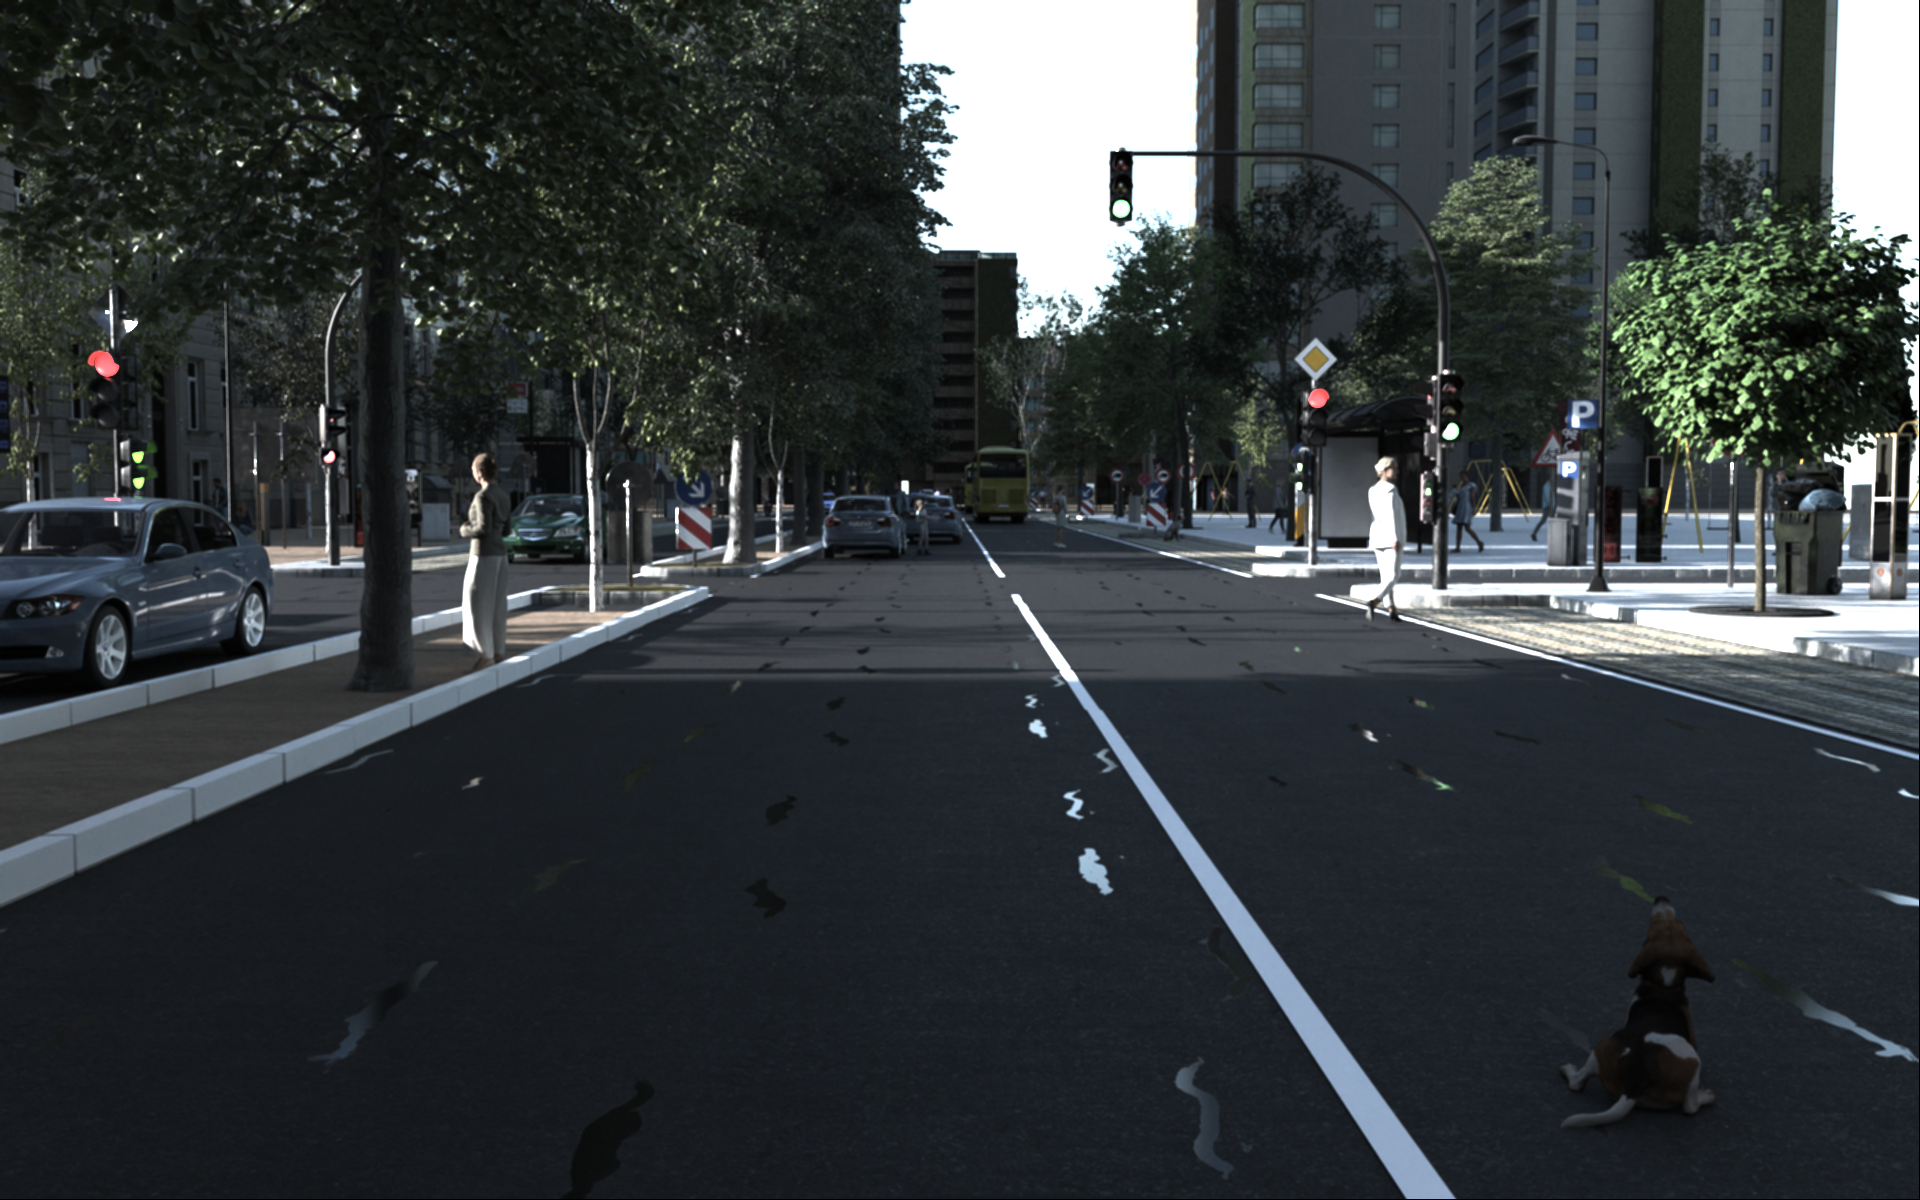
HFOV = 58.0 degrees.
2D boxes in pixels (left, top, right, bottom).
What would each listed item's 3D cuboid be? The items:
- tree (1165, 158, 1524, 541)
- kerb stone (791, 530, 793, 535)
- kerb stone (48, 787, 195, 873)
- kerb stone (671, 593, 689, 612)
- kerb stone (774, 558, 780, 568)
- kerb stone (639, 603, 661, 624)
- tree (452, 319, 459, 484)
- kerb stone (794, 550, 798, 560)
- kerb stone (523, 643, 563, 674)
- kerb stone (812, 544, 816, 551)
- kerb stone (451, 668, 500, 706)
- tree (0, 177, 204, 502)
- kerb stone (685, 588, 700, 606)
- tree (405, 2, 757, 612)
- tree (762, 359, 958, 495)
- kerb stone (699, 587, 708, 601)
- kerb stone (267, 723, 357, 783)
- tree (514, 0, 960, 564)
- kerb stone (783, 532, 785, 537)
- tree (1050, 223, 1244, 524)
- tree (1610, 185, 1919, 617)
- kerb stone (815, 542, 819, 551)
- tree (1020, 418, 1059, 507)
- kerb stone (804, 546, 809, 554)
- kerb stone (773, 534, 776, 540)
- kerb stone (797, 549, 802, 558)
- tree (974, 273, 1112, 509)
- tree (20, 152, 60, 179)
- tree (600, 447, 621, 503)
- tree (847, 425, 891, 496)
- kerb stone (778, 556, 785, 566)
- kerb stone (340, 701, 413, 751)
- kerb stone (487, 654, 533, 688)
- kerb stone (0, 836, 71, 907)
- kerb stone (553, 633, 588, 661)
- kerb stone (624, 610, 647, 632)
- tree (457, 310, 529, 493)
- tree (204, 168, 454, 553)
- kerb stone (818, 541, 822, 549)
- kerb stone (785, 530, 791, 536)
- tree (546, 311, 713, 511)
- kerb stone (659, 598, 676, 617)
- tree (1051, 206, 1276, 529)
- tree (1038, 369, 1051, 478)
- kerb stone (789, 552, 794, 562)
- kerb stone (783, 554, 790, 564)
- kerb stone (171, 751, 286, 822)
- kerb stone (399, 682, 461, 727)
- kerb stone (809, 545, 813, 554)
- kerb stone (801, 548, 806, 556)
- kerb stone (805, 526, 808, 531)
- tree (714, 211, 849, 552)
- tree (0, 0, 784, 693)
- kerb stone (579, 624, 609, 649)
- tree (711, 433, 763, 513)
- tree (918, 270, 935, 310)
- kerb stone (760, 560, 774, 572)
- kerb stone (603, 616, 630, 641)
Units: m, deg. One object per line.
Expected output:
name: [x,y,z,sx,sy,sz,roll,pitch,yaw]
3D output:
tree: [9.347,-6.907,47.346,7.601,10.594,8.767,-3,5,-40]
kerb stone: [-5.931,-2.302,59.897,0.120,0.150,1.000,0,4,0]
kerb stone: [-3.398,0.927,7.033,0.120,0.150,1.000,0,4,0]
kerb stone: [-3.520,0.048,21.410,0.120,0.150,1.000,0,4,0]
kerb stone: [-3.611,-0.670,33.236,0.120,0.150,1.000,0,4,0]
kerb stone: [-3.508,0.174,19.357,0.120,0.150,1.000,0,4,0]
tree: [-20.446,-6.833,62.085,4.360,8.622,3.978,0,3,0]
kerb stone: [-3.647,-0.922,37.325,0.120,0.150,1.000,0,4,0]
kerb stone: [-3.456,0.488,14.219,0.120,0.150,1.000,0,4,0]
kerb stone: [-3.689,-1.238,42.444,0.120,0.150,1.000,0,4,0]
kerb stone: [-3.441,0.620,12.163,0.120,0.150,1.000,0,4,0]
tree: [-20.680,-5.659,42.882,4.737,8.622,4.395,0,3,0]
kerb stone: [-3.526,-0.014,22.433,0.120,0.150,1.000,0,4,0]
tree: [-4.374,-4.144,20.569,4.737,8.622,4.395,0,3,0]
tree: [-4.885,-10.136,85.192,9.611,12.733,9.660,0,3,0]
kerb stone: [-3.536,-0.071,23.455,0.120,0.150,1.000,0,4,0]
kerb stone: [-3.409,0.802,9.087,0.120,0.150,1.000,0,4,0]
tree: [-4.485,-7.697,34.960,9.857,13.997,8.962,0,3,0]
kerb stone: [-5.914,-2.117,56.813,0.120,0.150,1.000,0,4,0]
tree: [8.904,-9.478,73.089,7.486,12.596,7.792,0,3,0]
tree: [8.726,-2.134,18.612,4.285,4.588,4.351,0,3,0]
kerb stone: [-3.697,-1.301,43.466,0.120,0.150,1.000,0,4,0]
tree: [7.897,-13.277,167.441,4.737,8.622,4.395,0,3,0]
kerb stone: [-3.675,-1.113,40.400,0.120,0.150,1.000,0,4,0]
kerb stone: [-5.893,-1.929,53.733,0.120,0.150,1.000,0,4,0]
kerb stone: [-3.654,-0.988,38.351,0.120,0.150,1.000,0,4,0]
tree: [7.294,-17.863,147.945,12.611,20.169,13.585,0,3,0]
tree: [-19.655,-5.236,35.975,4.737,8.622,4.395,0,3,0]
tree: [-14.504,-4.698,71.410,1.663,3.219,1.824,0,3,0]
tree: [-4.957,-7.639,77.712,4.737,8.622,4.395,0,3,0]
kerb stone: [-3.614,-0.731,34.259,0.120,0.150,1.000,0,4,0]
kerb stone: [-3.426,0.739,10.115,0.120,0.150,1.000,0,4,0]
kerb stone: [-3.450,0.555,13.185,0.120,0.150,1.000,0,4,0]
kerb stone: [-3.386,0.991,6.008,0.120,0.150,1.000,0,4,0]
kerb stone: [-3.461,0.425,15.250,0.120,0.150,1.000,0,4,0]
kerb stone: [-3.492,0.236,18.331,0.120,0.150,1.000,0,4,0]
tree: [-19.314,-7.276,69.327,4.360,8.622,3.978,0,3,0]
tree: [-13.978,-5.332,37.544,4.360,8.622,3.978,0,3,0]
kerb stone: [-3.708,-1.363,44.495,0.120,0.150,1.000,0,4,0]
kerb stone: [-5.927,-2.241,58.863,0.120,0.150,1.000,0,4,0]
tree: [-14.508,-8.750,77.480,8.767,10.594,7.601,0,4,-2]
kerb stone: [-3.507,0.112,20.379,0.120,0.150,1.000,0,4,0]
tree: [8.227,-8.426,63.522,9.928,11.665,9.643,0,3,0]
tree: [9.171,-12.759,126.735,7.486,12.596,7.792,0,3,0]
kerb stone: [-3.635,-0.863,36.303,0.120,0.150,1.000,0,4,0]
kerb stone: [-3.629,-0.800,35.280,0.120,0.150,1.000,0,4,0]
kerb stone: [-3.404,0.864,8.063,0.120,0.150,1.000,0,4,0]
kerb stone: [-3.429,0.676,11.141,0.120,0.150,1.000,0,4,0]
kerb stone: [-3.681,-1.176,41.422,0.120,0.150,1.000,0,4,0]
kerb stone: [-3.665,-1.051,39.377,0.120,0.150,1.000,0,4,0]
kerb stone: [-6.016,-2.870,69.126,0.120,0.150,1.000,0,4,0]
tree: [-4.436,-5.480,42.422,4.360,8.622,3.978,0,3,0]
tree: [-4.299,-5.633,12.685,7.486,12.596,7.792,0,3,0]
kerb stone: [-3.478,0.366,16.282,0.120,0.150,1.000,0,4,0]
tree: [-13.998,-11.699,117.032,9.928,11.665,9.643,0,3,0]
tree: [-4.591,-7.812,48.312,7.486,12.596,7.792,0,3,0]
kerb stone: [-3.609,-0.613,32.211,0.120,0.150,1.000,0,4,0]
kerb stone: [-3.477,0.299,17.304,0.120,0.150,1.000,0,4,0]
